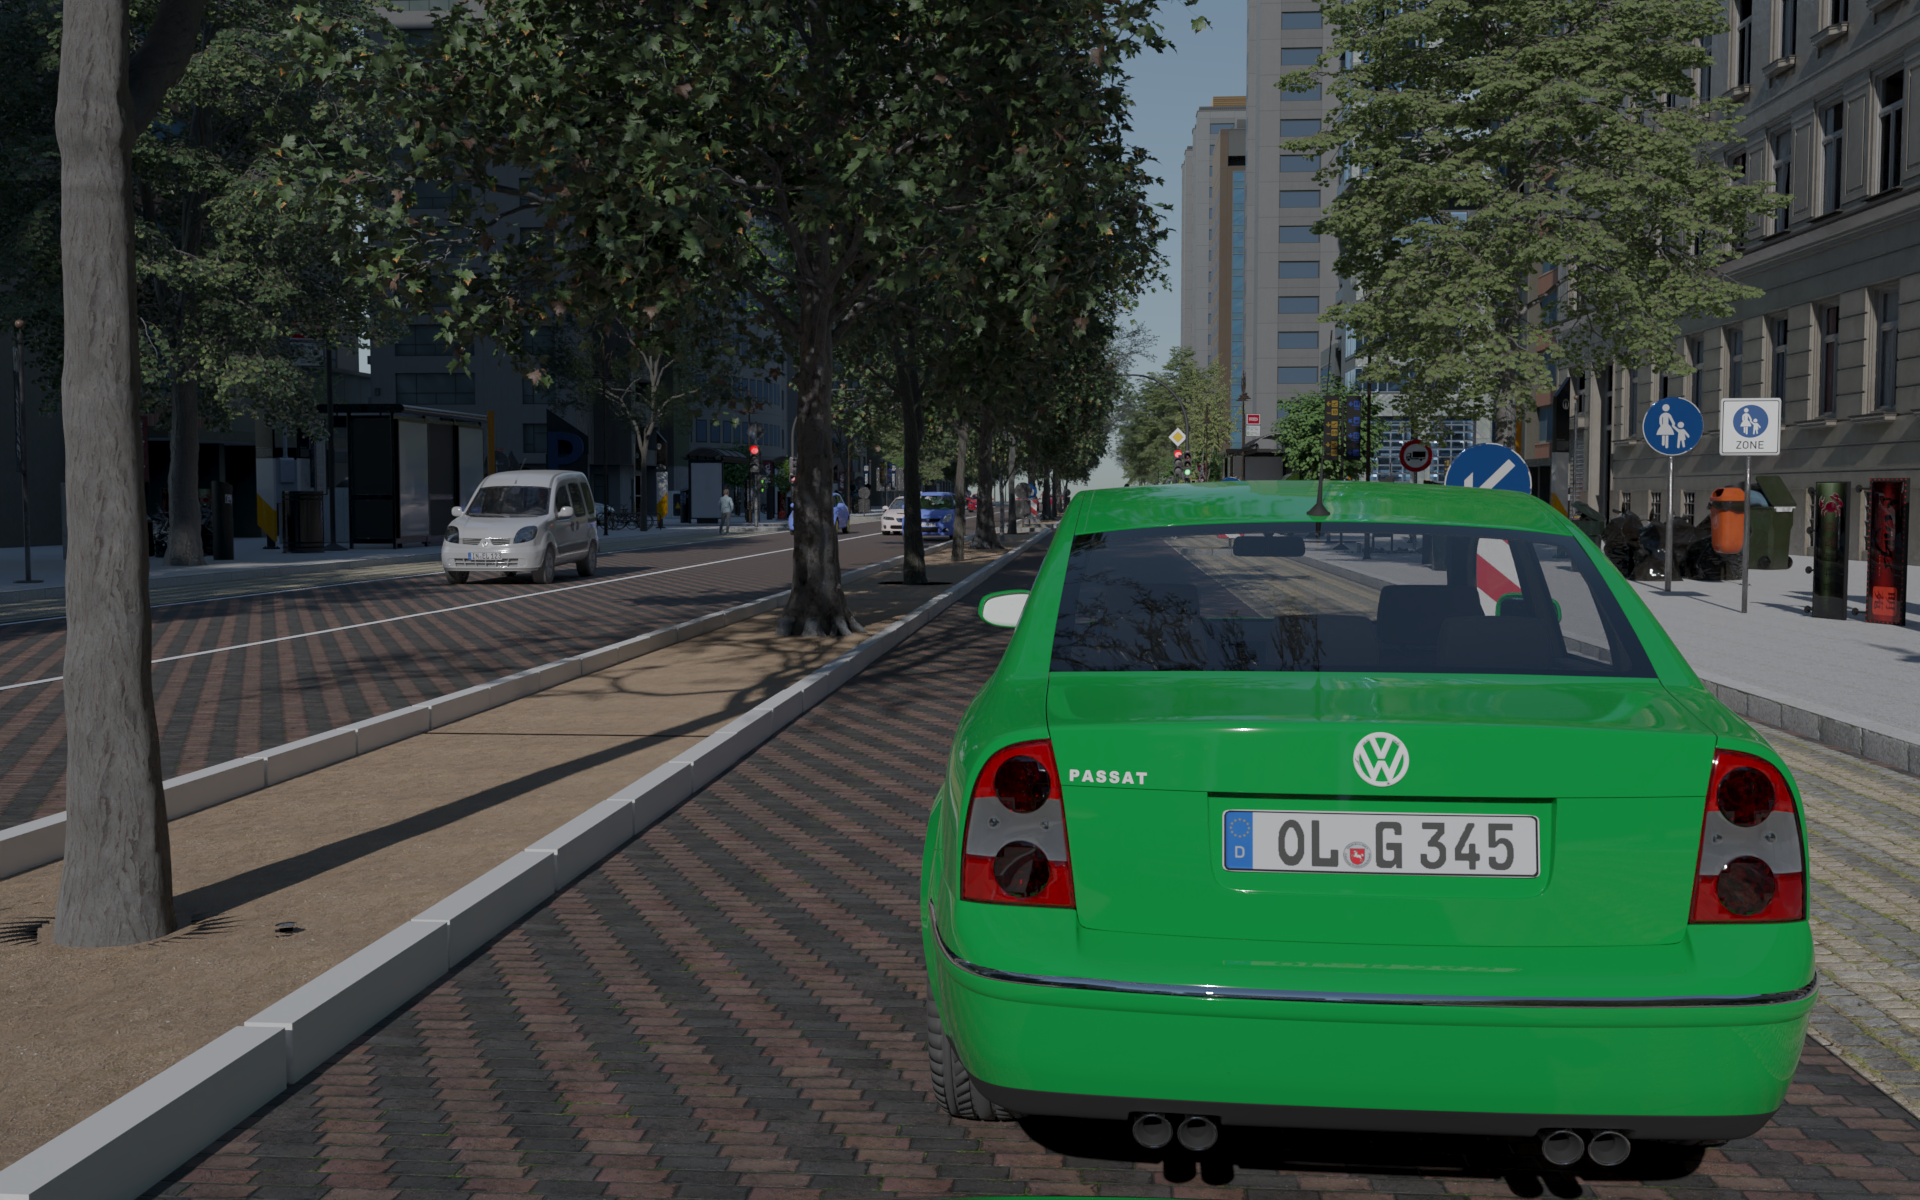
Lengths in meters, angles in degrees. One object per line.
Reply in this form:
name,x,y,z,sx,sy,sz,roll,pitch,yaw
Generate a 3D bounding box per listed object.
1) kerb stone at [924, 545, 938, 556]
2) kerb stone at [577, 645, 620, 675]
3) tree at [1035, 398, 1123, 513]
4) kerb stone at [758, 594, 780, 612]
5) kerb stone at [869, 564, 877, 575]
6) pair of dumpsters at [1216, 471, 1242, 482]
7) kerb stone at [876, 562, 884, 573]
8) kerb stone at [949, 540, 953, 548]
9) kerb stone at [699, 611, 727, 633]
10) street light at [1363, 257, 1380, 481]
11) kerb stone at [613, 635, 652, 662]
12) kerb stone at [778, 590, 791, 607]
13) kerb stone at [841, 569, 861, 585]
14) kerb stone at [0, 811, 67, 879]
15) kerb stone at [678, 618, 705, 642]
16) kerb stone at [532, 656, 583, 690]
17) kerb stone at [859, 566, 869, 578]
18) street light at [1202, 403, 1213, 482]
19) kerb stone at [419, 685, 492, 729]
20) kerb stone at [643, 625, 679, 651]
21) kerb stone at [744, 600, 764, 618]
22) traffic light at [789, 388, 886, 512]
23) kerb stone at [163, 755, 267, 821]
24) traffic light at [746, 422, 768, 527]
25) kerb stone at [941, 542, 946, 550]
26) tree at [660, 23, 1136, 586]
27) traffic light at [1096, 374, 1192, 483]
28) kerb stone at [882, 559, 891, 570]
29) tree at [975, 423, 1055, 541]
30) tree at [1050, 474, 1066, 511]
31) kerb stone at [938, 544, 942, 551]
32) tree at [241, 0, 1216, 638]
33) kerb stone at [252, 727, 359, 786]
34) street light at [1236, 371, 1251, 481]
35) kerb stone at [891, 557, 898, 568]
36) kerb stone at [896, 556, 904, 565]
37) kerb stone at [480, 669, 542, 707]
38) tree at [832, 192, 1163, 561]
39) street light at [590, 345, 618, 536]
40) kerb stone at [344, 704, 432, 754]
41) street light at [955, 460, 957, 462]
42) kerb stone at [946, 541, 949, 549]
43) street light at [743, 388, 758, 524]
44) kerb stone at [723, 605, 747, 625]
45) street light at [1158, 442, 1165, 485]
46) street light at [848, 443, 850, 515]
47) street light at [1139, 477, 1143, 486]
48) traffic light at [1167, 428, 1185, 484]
kerb stone,-0.704,-1.191,41.676,0.120,0.150,1.000,0,4,5
kerb stone,-2.975,0.504,14.056,0.120,0.150,1.000,0,4,5
tree,7.424,-13.485,129.593,9.857,13.997,8.962,0,3,0
kerb stone,-2.390,0.061,21.207,0.120,0.150,1.000,0,4,5
kerb stone,-1.633,-0.503,30.432,0.120,0.150,1.000,0,4,5
pair of dumpsters,11.859,-4.503,76.115,1.574,2.255,4.437,0,4,5
kerb stone,-1.552,-0.566,31.451,0.120,0.150,1.000,0,4,5
kerb stone,-0.360,-1.441,45.757,0.120,0.150,1.000,0,4,5
kerb stone,-2.637,0.248,18.139,0.120,0.150,1.000,0,4,5
street light,7.988,-3.733,33.828,0.468,5.910,1.993,0,4,5
kerb stone,-2.893,0.441,15.075,0.120,0.150,1.000,0,4,5
kerb stone,-2.296,-0.001,22.226,0.120,0.150,1.000,0,4,5
kerb stone,-1.795,-0.379,28.386,0.120,0.150,1.000,0,4,5
kerb stone,-3.568,0.935,6.903,0.120,0.150,1.000,0,4,5
kerb stone,-2.720,0.316,17.114,0.120,0.150,1.000,0,4,5
kerb stone,-3.063,0.560,13.037,0.120,0.150,1.000,0,4,5
kerb stone,-1.714,-0.441,29.408,0.120,0.150,1.000,0,4,5
street light,12.313,-6.953,86.465,0.468,5.910,1.993,0,4,5
kerb stone,-3.221,0.685,10.996,0.120,0.150,1.000,0,4,5
kerb stone,-2.812,0.373,16.095,0.120,0.150,1.000,0,4,5
kerb stone,-2.471,0.130,20.189,0.120,0.150,1.000,0,4,5
traffic light,-5.106,-6.115,74.648,4.771,5.953,1.251,0,4,5
kerb stone,-3.481,0.873,7.921,0.120,0.150,1.000,0,4,5
traffic light,-7.854,-4.765,66.826,0.839,4.253,0.868,0,4,5
kerb stone,-0.532,-1.312,43.717,0.120,0.150,1.000,0,4,5
tree,-0.813,-6.047,27.079,9.928,11.665,9.643,0,3,0
traffic light,6.461,-5.557,65.526,4.771,5.953,1.251,0,4,5
kerb stone,-1.458,-0.629,32.472,0.120,0.150,1.000,0,4,5
tree,1.272,-6.065,51.975,4.360,8.622,3.978,0,3,0
tree,8.755,-11.811,145.932,4.737,8.622,4.395,0,3,0
kerb stone,-0.617,-1.245,42.695,0.120,0.150,1.000,0,4,5
tree,-1.475,-5.979,17.216,9.611,12.733,9.660,0,3,0
kerb stone,-3.392,0.811,8.941,0.120,0.150,1.000,0,4,5
street light,10.612,-5.638,64.961,0.468,5.910,1.993,0,4,5
kerb stone,-1.371,-0.687,33.495,0.120,0.150,1.000,0,4,5
kerb stone,-1.288,-0.754,34.520,0.120,0.150,1.000,0,4,5
kerb stone,-3.141,0.623,12.015,0.120,0.150,1.000,0,4,5
tree,-0.104,-6.067,36.066,8.767,10.594,7.601,0,4,5
street light,-10.974,-4.937,53.501,0.468,5.910,1.993,0,4,5
kerb stone,-3.308,0.748,9.967,0.120,0.150,1.000,0,4,5
street light,-0.335,-12.889,183.519,0.468,5.910,1.993,0,4,5
kerb stone,-0.450,-1.379,44.739,0.120,0.150,1.000,0,4,5
street light,-9.139,-6.267,75.248,0.468,5.910,1.993,0,4,5
kerb stone,-2.548,0.185,19.169,0.120,0.150,1.000,0,4,5
street light,17.435,-10.706,147.827,0.468,5.910,1.993,0,4,5
street light,-6.779,-8.118,105.511,0.468,5.910,1.993,0,4,5
street light,25.381,-16.633,244.736,0.468,5.910,1.993,0,4,5
traffic light,9.209,-5.170,73.454,0.839,4.253,0.868,0,4,5
